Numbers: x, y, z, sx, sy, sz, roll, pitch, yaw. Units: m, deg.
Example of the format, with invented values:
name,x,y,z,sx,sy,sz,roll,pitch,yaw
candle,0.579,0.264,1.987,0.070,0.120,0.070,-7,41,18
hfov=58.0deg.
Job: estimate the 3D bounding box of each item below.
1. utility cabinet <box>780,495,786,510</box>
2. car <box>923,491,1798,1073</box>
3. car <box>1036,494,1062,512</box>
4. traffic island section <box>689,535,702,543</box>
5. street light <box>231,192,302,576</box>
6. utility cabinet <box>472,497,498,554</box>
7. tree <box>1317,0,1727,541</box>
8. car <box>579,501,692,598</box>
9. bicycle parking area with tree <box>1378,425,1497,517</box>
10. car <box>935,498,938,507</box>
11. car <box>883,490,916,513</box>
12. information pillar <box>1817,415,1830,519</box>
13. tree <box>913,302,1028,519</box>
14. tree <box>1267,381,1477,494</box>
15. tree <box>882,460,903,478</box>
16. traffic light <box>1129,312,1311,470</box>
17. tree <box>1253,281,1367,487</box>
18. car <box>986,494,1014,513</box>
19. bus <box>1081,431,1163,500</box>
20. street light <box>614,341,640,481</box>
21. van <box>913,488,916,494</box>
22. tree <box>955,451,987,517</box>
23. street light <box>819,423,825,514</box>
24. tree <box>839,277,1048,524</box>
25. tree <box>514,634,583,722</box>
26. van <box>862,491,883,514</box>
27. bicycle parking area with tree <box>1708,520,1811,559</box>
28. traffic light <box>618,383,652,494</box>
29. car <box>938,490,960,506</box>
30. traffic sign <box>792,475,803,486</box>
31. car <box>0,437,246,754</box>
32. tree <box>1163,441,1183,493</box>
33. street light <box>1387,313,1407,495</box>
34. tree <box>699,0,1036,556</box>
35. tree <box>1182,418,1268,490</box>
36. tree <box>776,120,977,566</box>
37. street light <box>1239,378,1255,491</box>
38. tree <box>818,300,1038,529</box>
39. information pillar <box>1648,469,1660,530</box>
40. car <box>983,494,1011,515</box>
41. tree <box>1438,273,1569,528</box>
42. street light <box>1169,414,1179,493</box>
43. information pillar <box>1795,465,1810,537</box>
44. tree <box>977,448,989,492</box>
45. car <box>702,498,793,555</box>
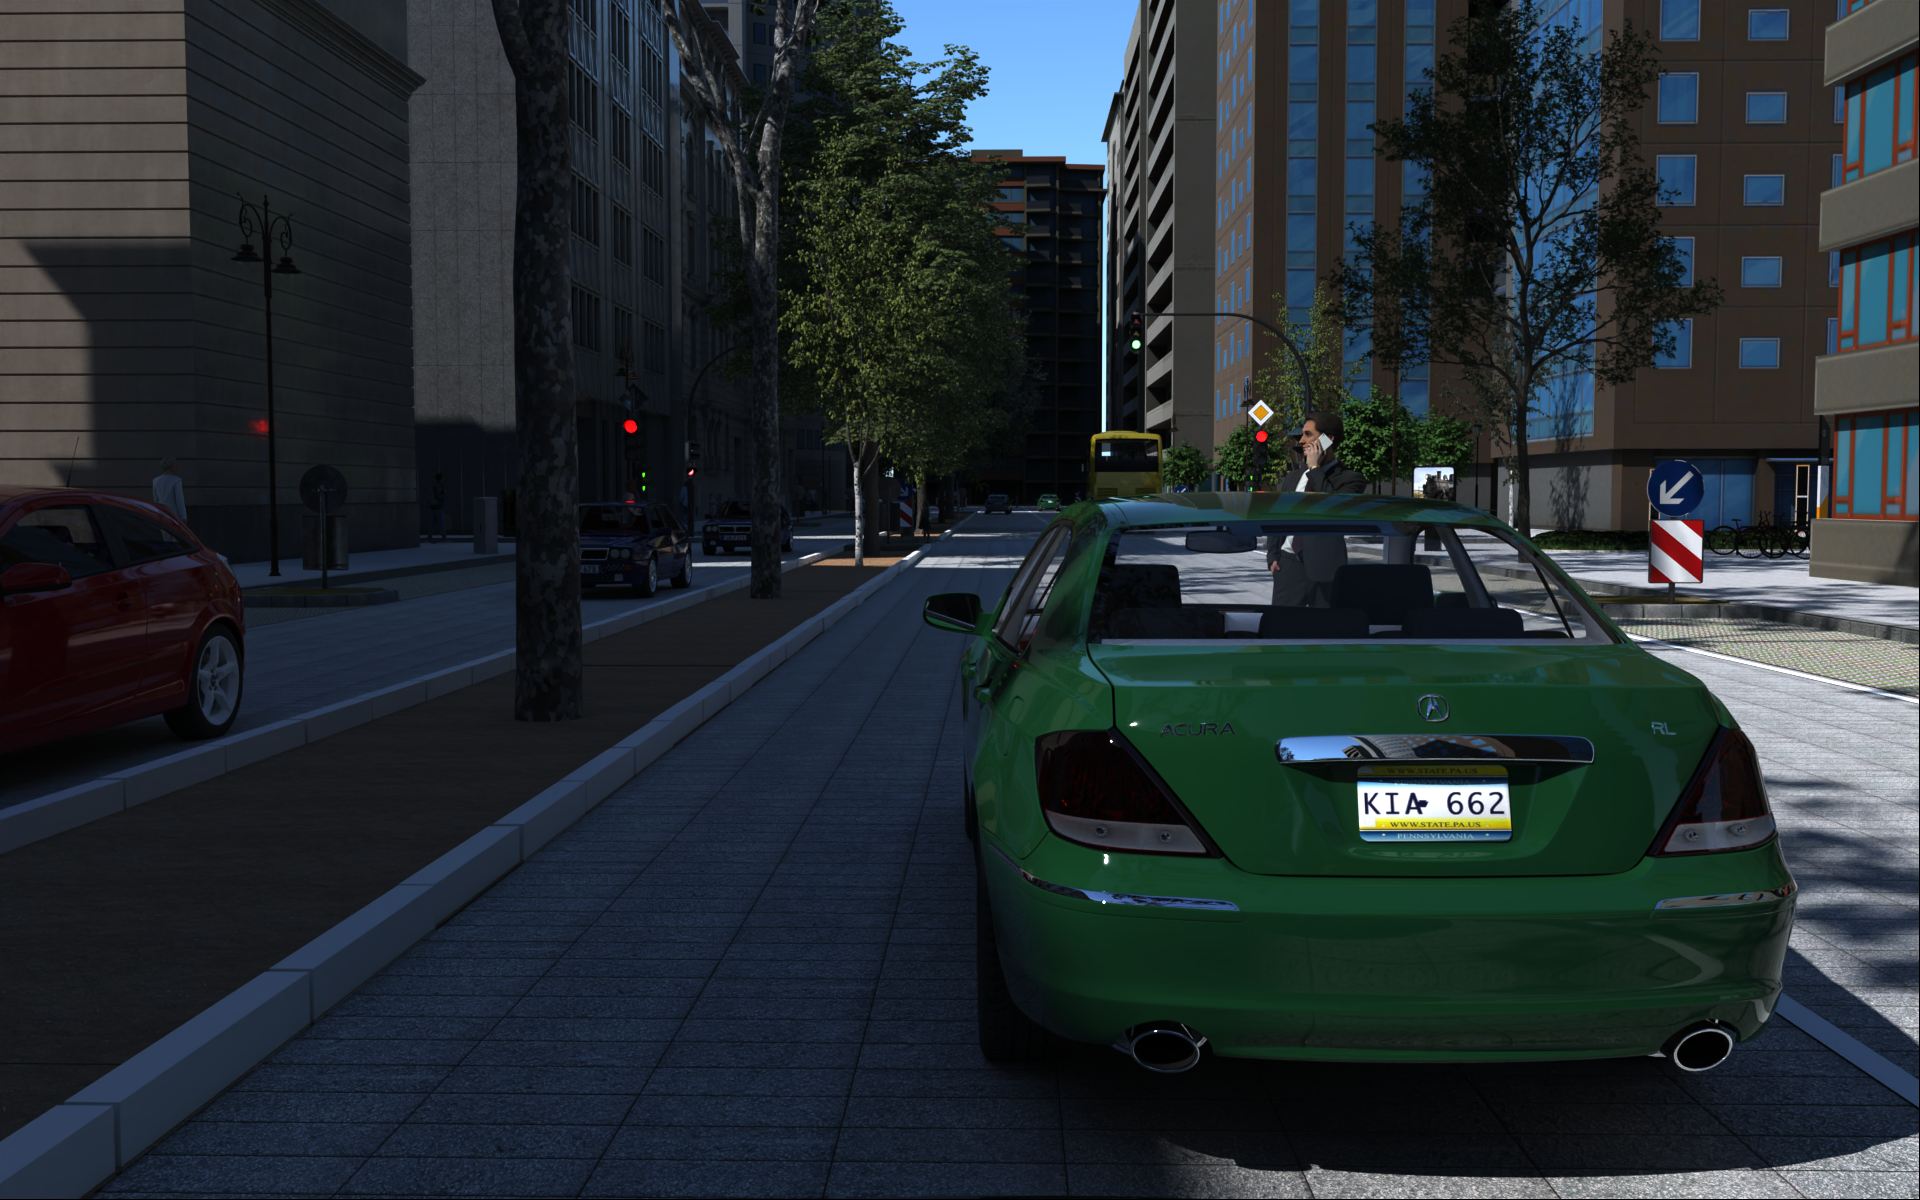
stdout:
name,x,y,z,sx,sy,sz,roll,pitch,yaw
utility cabinet,-8.897,-4.515,84.988,0.306,1.237,1.020,1,4,20
car,0.933,0.366,5.812,2.131,1.459,4.920,0,4,-1
car,7.281,-7.933,141.495,2.131,1.459,4.920,0,4,1
traffic island section,-8.096,-1.820,52.035,2.009,0.180,2.903,0,4,1
street light,-10.724,-3.312,26.931,0.468,5.910,1.993,0,4,1
utility cabinet,-10.255,-1.604,37.383,0.306,1.237,1.020,-2,4,-29
tree,10.194,-5.966,31.964,7.601,10.594,8.767,0,4,2
car,-5.040,-0.769,25.150,1.945,1.354,3.894,0,4,2
bicycle parking area with tree,20.035,-5.310,73.818,9.016,4.147,8.231,-1,4,-22
car,-1.712,-11.225,195.890,2.083,1.381,4.827,0,4,3
car,-3.580,-5.904,105.198,2.281,1.827,5.304,0,4,1
information pillar,25.278,-3.631,50.724,0.504,3.616,0.183,-3,4,-36
tree,-0.629,-11.575,98.370,9.857,13.997,8.962,0,3,0
tree,12.052,-4.086,50.514,4.285,4.588,4.351,0,3,0
tree,-7.565,-14.714,174.987,8.767,10.594,7.601,0,4,1
traffic light,6.608,-4.205,43.423,4.771,5.953,1.251,0,4,1
tree,12.066,-6.747,60.671,4.737,8.622,4.395,0,3,0
car,2.990,-7.273,130.714,2.131,1.459,4.920,0,4,2
bus,6.165,-4.584,66.501,2.896,3.916,12.252,0,4,3
street light,-10.060,-4.873,52.467,0.468,5.910,1.993,0,4,1
van,-3.447,-7.101,123.112,2.013,2.044,4.112,0,4,2
tree,-0.549,-11.030,108.559,9.928,11.665,9.643,0,3,0
street light,-8.688,-8.393,110.006,0.468,5.910,1.993,0,4,1
tree,-0.852,-10.380,82.544,12.009,13.543,11.850,0,3,0
tree,-3.806,-9.354,11.290,12.611,20.169,13.585,0,3,0
van,-6.214,-7.111,123.271,2.013,2.044,4.112,0,4,1
bicycle parking area with tree,19.257,-2.780,32.457,9.016,4.147,8.231,1,4,17
traffic light,-8.255,-3.364,43.917,0.839,4.253,0.868,0,4,1
car,-1.002,-9.998,172.136,2.281,1.827,5.304,0,4,1
traffic sign,-8.764,-5.568,93.167,0.606,2.300,0.079,0,4,7
car,-5.286,0.018,8.754,2.155,1.783,4.494,0,4,2
tree,12.993,-7.150,100.615,4.285,4.588,4.351,0,3,0
street light,10.805,-4.298,43.058,0.468,5.910,1.993,0,4,1
tree,-2.136,-7.292,39.812,7.486,12.596,7.792,0,3,0
tree,12.340,-5.455,72.901,4.285,4.588,4.351,0,3,0
tree,-1.958,-4.948,33.726,4.737,8.622,4.395,0,3,0
street light,11.462,-5.895,69.177,0.468,5.910,1.993,0,4,1
tree,-1.610,-9.215,70.136,9.611,12.733,9.660,0,3,0
information pillar,20.303,-2.821,50.621,0.304,2.012,0.304,1,4,19
car,2.624,-6.746,122.306,2.014,1.417,4.499,0,4,0
tree,17.971,-6.519,56.949,4.360,8.622,3.978,0,3,0
street light,12.050,-7.638,97.674,0.468,5.910,1.993,0,4,1
information pillar,21.232,-2.396,43.673,0.304,2.012,0.304,2,4,26
tree,-0.057,-8.460,91.134,4.737,8.622,4.395,0,3,0
car,-5.099,-1.786,41.788,1.945,1.354,3.894,0,4,3
